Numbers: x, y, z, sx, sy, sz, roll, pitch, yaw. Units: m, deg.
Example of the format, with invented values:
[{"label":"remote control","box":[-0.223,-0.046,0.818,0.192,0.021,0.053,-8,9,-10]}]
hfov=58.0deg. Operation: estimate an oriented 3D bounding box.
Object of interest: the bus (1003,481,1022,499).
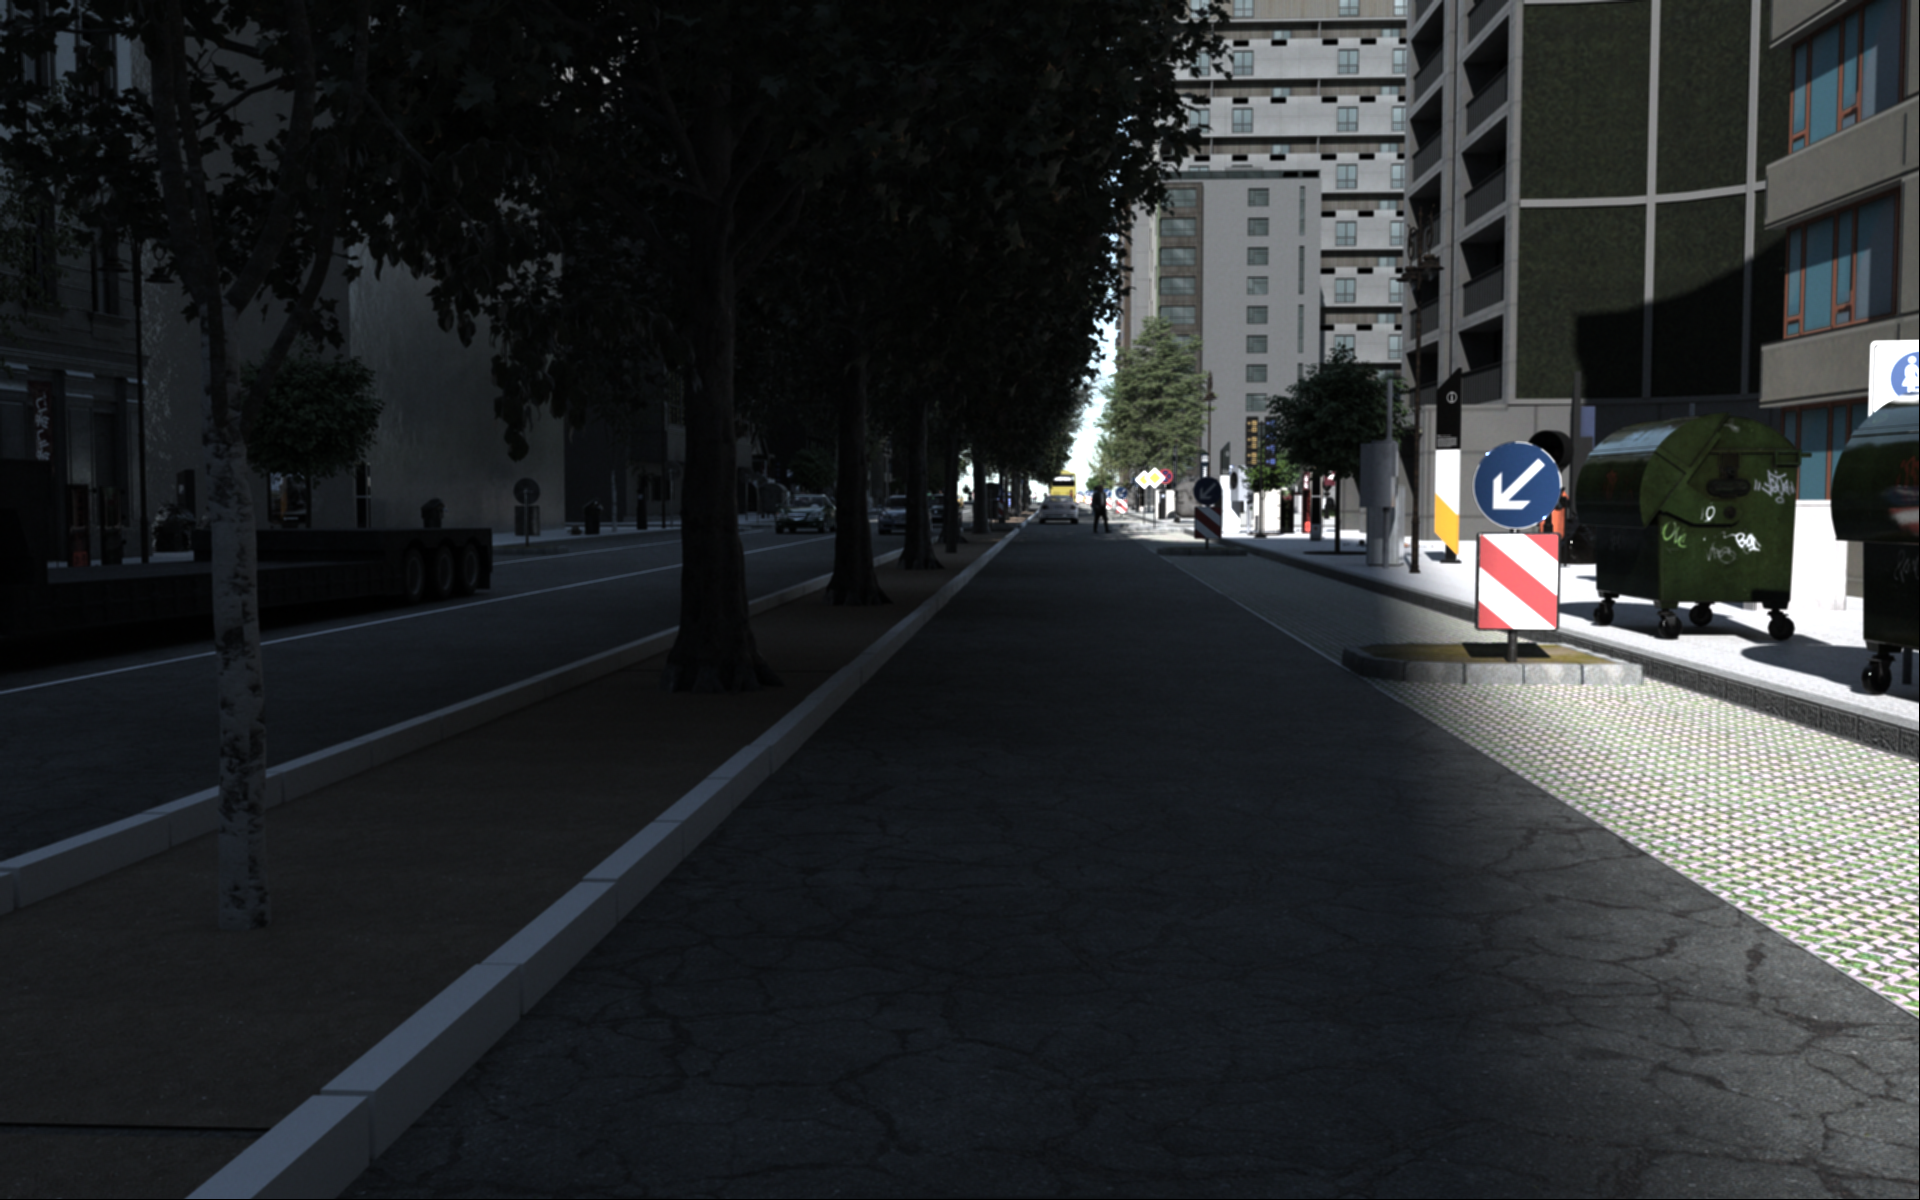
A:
[{"label":"bus","box":[6.201,-13.363,213.336,2.948,3.499,13.247,0,4,3]}]

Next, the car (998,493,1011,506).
[{"label":"car","box":[4.738,-10.459,180.593,1.945,1.707,3.694,0,4,5]}]

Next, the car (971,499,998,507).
[{"label":"car","box":[1.906,-7.444,131.498,2.009,1.686,4.222,0,4,4]}]

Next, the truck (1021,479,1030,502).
[{"label":"truck","box":[9.942,-17.892,282.291,2.967,4.110,18.799,0,4,3]}]

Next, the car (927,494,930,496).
[{"label":"car","box":[-3.367,-9.600,165.748,1.959,1.807,4.718,0,4,4]}]

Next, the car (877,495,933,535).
[{"label":"car","box":[-1.963,-3.104,62.746,2.014,1.417,4.499,0,4,2]}]

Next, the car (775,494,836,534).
[{"label":"car","box":[-5.684,-3.218,64.404,2.131,1.459,4.920,0,4,4]}]

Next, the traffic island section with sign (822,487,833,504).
[{"label":"traffic island section with sign","box":[-7.421,-5.402,96.944,1.989,1.847,2.006,0,4,3]}]

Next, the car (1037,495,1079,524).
[{"label":"car","box":[4.792,-4.411,84.487,2.083,1.381,4.827,0,4,2]}]

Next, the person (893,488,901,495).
[{"label":"person","box":[-5.135,-8.152,141.153,0.474,1.900,0.648,2,4,31]}]

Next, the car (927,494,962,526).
[{"label":"car","box":[-0.875,-4.056,76.097,2.009,1.686,4.222,0,4,5]}]

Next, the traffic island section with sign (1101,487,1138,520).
[{"label":"traffic island section with sign","box":[8.692,-5.261,94.640,1.989,1.847,2.006,0,4,3]}]

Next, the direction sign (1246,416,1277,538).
[{"label":"direction sign","box":[8.796,-3.585,50.619,0.876,3.537,0.379,0,4,7]}]

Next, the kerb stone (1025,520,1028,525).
[{"label":"kerb stone","box":[2.901,-3.445,78.529,0.120,0.150,1.000,0,4,3]}]

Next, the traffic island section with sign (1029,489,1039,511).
[{"label":"traffic island section with sign","box":[5.790,-8.581,148.441,2.006,1.907,1.989,0,4,3]}]

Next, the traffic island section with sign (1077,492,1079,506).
[{"label":"traffic island section with sign","box":[14.646,-11.719,200.238,1.989,1.847,2.006,0,4,3]}]

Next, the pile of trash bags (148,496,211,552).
[{"label":"pile of trash bags","box":[-18.133,-1.759,38.517,1.912,1.369,3.447,2,4,34]}]

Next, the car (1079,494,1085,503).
[{"label":"car","box":[19.052,-16.164,274.503,2.015,1.641,3.980,0,4,2]}]

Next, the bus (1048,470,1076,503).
[{"label":"bus","box":[10.369,-11.323,176.677,2.896,3.916,12.252,0,4,2]}]

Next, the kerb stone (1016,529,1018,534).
[{"label":"kerb stone","box":[1.830,-2.285,59.560,0.120,0.150,1.000,0,4,3]}]

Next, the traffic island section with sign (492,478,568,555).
[{"label":"traffic island section with sign","box":[-10.541,-2.021,41.673,1.989,1.847,2.006,0,4,3]}]

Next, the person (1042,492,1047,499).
[{"label":"person","box":[13.215,-15.850,267.658,1.348,1.822,0.705,-1,4,-11]}]

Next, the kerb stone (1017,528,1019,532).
[{"label":"kerb stone","box":[1.952,-2.411,61.612,0.120,0.150,1.000,0,4,3]}]

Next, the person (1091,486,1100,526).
[{"label":"person","box":[6.032,-4.166,76.872,0.793,1.790,0.793,-1,4,-18]}]

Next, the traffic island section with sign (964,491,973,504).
[{"label":"traffic island section with sign","box":[1.555,-15.124,255.903,1.989,1.847,2.006,0,4,3]}]

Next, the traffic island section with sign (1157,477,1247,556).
[{"label":"traffic island section with sign","box":[5.659,-1.967,40.788,1.989,1.847,2.006,0,4,3]}]

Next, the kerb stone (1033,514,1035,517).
[{"label":"kerb stone","box":[4.062,-4.696,98.976,0.120,0.150,1.000,0,4,3]}]

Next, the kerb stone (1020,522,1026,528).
[{"label":"kerb stone","box":[2.616,-3.132,73.411,0.120,0.150,1.000,0,4,3]}]

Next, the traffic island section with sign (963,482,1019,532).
[{"label":"traffic island section with sign","box":[1.138,-3.541,66.026,2.006,1.907,1.989,0,4,3]}]

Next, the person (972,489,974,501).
[{"label":"person","box":[1.028,-6.743,118.762,0.388,1.821,0.555,0,4,2]}]

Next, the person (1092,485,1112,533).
[{"label":"person","box":[5.238,-3.370,63.995,0.661,1.777,0.834,-3,4,-38]}]

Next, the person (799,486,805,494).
[{"label":"person","box":[-7.732,-4.705,85.441,0.388,1.821,0.555,1,4,21]}]

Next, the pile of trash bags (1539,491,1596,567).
[{"label":"pile of trash bags","box":[11.626,-1.333,31.554,3.447,1.369,1.912,-3,4,-38]}]

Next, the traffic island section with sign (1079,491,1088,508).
[{"label":"traffic island section with sign","box":[13.138,-10.070,173.279,1.989,1.847,2.006,0,4,3]}]

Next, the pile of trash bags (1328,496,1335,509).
[{"label":"pile of trash bags","box":[29.533,-7.533,132.915,3.447,1.369,1.912,1,4,15]}]

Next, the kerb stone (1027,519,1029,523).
[{"label":"kerb stone","box":[3.015,-3.570,80.570,0.120,0.150,1.000,0,4,3]}]

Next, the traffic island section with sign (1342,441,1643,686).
[{"label":"traffic island section with sign","box":[4.147,-0.321,13.875,1.989,1.847,2.006,0,4,3]}]

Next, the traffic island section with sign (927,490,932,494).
[{"label":"traffic island section with sign","box":[-3.116,-10.069,173.262,1.989,1.847,2.006,0,4,3]}]

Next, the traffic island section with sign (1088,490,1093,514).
[{"label":"traffic island section with sign","box":[10.269,-6.966,122.522,1.989,1.847,2.006,0,4,3]}]

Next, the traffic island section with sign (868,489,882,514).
[{"label":"traffic island section with sign","box":[-5.886,-7.064,124.124,1.989,1.847,2.006,0,4,3]}]

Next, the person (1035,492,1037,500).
[{"label":"person","box":[13.222,-17.720,299.014,0.721,1.735,1.217,0,4,-6]}]

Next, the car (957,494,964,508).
[{"label":"car","box":[-0.530,-9.857,171.393,2.015,1.641,3.980,0,4,3]}]

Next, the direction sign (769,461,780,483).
[{"label":"direction sign","box":[-12.825,-7.791,119.378,0.876,3.537,0.379,0,4,8]}]

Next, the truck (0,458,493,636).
[{"label":"truck","box":[-8.572,-1.587,15.698,2.967,4.110,18.799,0,4,4]}]

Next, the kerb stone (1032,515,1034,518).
[{"label":"kerb stone","box":[3.889,-4.508,95.907,0.120,0.150,1.000,0,4,3]}]

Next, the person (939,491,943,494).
[{"label":"person","box":[-2.141,-11.143,190.788,1.348,1.812,0.705,1,4,17]}]

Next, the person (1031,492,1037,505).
[{"label":"person","box":[10.096,-13.906,236.795,0.756,1.711,0.436,1,4,18]}]

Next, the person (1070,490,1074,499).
[{"label":"person","box":[10.660,-9.591,165.246,0.705,1.831,1.348,1,4,12]}]

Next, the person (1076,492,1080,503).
[{"label":"person","box":[17.966,-15.574,263.796,0.551,1.740,0.621,-1,4,-14]}]
